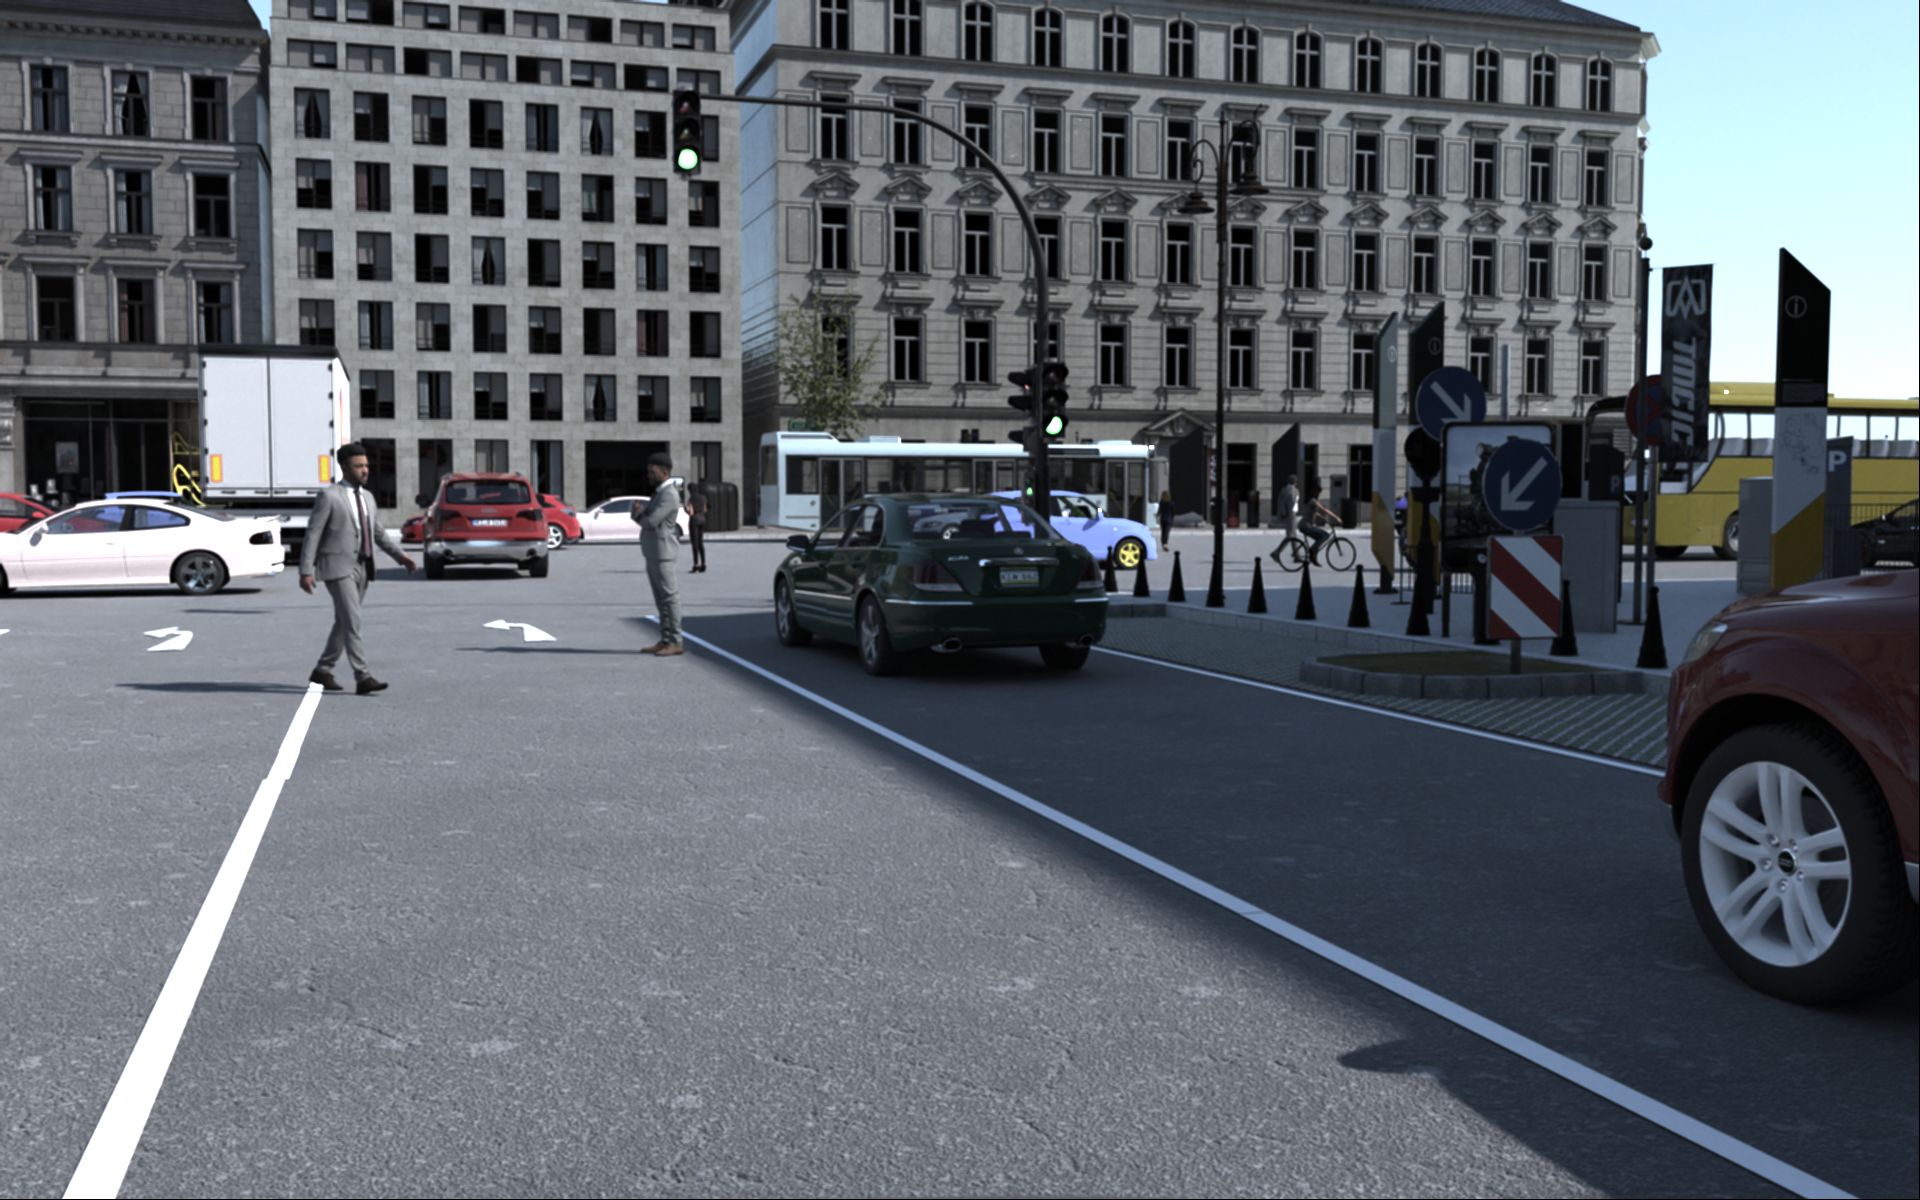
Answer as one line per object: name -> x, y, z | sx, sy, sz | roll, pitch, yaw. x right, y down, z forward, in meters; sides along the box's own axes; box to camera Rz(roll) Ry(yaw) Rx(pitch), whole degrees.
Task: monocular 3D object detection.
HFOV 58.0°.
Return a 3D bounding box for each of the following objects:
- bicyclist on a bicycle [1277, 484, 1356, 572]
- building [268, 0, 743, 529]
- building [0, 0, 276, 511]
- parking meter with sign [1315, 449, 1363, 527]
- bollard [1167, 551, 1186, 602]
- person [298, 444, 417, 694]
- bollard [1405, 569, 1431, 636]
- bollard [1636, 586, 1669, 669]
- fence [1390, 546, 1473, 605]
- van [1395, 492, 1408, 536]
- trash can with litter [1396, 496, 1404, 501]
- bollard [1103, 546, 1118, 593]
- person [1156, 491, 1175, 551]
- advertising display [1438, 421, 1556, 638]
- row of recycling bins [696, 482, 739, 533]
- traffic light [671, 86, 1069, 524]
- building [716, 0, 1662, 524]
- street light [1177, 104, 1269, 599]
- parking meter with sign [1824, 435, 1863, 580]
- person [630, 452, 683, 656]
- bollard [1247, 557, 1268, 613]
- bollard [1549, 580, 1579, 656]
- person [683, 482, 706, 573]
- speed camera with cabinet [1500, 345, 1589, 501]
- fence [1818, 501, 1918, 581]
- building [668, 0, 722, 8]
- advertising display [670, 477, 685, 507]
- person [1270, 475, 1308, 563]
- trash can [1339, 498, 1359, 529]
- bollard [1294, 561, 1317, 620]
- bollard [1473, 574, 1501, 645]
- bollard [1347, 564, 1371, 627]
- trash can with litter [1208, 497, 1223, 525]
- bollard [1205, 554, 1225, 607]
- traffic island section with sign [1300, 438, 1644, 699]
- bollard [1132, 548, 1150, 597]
bicyclist on a bicycle -> 6.590, -1.341, 31.940 | 1.625, 1.676, 1.499 | -1, 4, -16
building -> -18.027, -13.112, 69.136 | 16.860, 20.320, 10.420 | -1, 4, -18
building -> -45.314, -12.809, 60.337 | 40.483, 20.767, 10.553 | -1, 4, -18
parking meter with sign -> 14.870, -4.388, 68.010 | 1.738, 3.016, 0.543 | 0, 4, 6
bollard -> 2.590, -0.284, 20.688 | 0.229, 0.601, 0.229 | 0, 3, 0
person -> -4.411, -0.228, 12.498 | 0.850, 1.792, 0.678 | 2, 4, 23
bollard -> 4.175, 0.017, 15.769 | 0.229, 0.601, 0.229 | 0, 3, 0
bollard -> 5.129, 0.197, 12.817 | 0.229, 0.601, 0.229 | 0, 3, 0
fence -> 5.776, -0.247, 19.413 | 0.278, 0.683, 2.069 | -3, 5, -40
van -> 16.654, -3.210, 56.870 | 5.245, 2.365, 2.240 | -1, 4, -17
trash can with litter -> 16.792, -3.378, 66.280 | 1.678, 1.210, 2.233 | -1, 4, -11
bollard -> 1.960, -0.404, 22.645 | 0.229, 0.601, 0.229 | 0, 3, 0
person -> 5.162, -1.976, 43.348 | 0.480, 1.512, 0.613 | 0, 4, -8
advertising display -> 4.773, -0.625, 15.429 | 0.974, 1.923, 0.123 | 0, 4, 7
row of recycling bins -> -8.319, -3.198, 59.403 | 1.069, 1.692, 3.534 | 0, 4, 7
traffic light -> -0.993, -2.790, 20.290 | 4.771, 5.953, 1.251 | -1, 4, -18
building -> 10.805, -18.706, 82.261 | 44.131, 29.872, 17.030 | -1, 4, -18
street light -> 3.163, -2.951, 21.040 | 0.468, 5.910, 1.993 | -1, 4, -18
parking meter with sign -> 11.433, -1.630, 22.905 | 0.543, 3.016, 1.738 | 0, 4, 5
person -> -2.729, -0.416, 15.489 | 0.466, 1.800, 0.511 | -2, 4, -35
bollard -> 3.218, -0.164, 18.728 | 0.229, 0.601, 0.229 | 0, 3, 0
bollard -> 4.818, 0.137, 13.797 | 0.229, 0.601, 0.229 | 0, 3, 0
person -> -4.835, -1.323, 31.594 | 0.415, 1.643, 0.593 | 0, 4, -6
speed camera with cabinet -> 7.559, -1.718, 22.421 | 0.660, 3.252, 2.038 | -1, 4, -12
fence -> 10.433, -0.556, 20.295 | 2.264, 1.192, 0.480 | -1, 4, -21
building -> -27.741, -48.908, 237.905 | 20.611, 71.187, 20.563 | -1, 4, -18
advertising display -> -10.732, -3.625, 64.484 | 0.974, 1.923, 0.123 | -2, 4, -32
person -> 6.838, -1.670, 35.898 | 0.850, 1.850, 0.679 | 0, 4, -8
trash can -> 14.358, -3.196, 63.916 | 0.748, 1.137, 0.748 | 0, 3, 0
bollard -> 3.543, -0.104, 17.741 | 0.229, 0.601, 0.229 | 0, 3, 0
bollard -> 4.501, 0.078, 14.774 | 0.229, 0.601, 0.229 | 0, 3, 0
bollard -> 3.860, -0.043, 16.746 | 0.229, 0.601, 0.229 | 0, 3, 0
trash can with litter -> 10.494, -3.649, 71.050 | 0.624, 1.170, 1.055 | 1, 4, 10
bollard -> 2.907, -0.224, 19.711 | 0.229, 0.601, 0.229 | 0, 3, 0
traffic island section with sign -> 3.658, -0.267, 12.995 | 1.989, 1.847, 2.006 | -1, 4, -18
bollard -> 2.271, -0.344, 21.666 | 0.229, 0.601, 0.229 | 0, 3, 0
